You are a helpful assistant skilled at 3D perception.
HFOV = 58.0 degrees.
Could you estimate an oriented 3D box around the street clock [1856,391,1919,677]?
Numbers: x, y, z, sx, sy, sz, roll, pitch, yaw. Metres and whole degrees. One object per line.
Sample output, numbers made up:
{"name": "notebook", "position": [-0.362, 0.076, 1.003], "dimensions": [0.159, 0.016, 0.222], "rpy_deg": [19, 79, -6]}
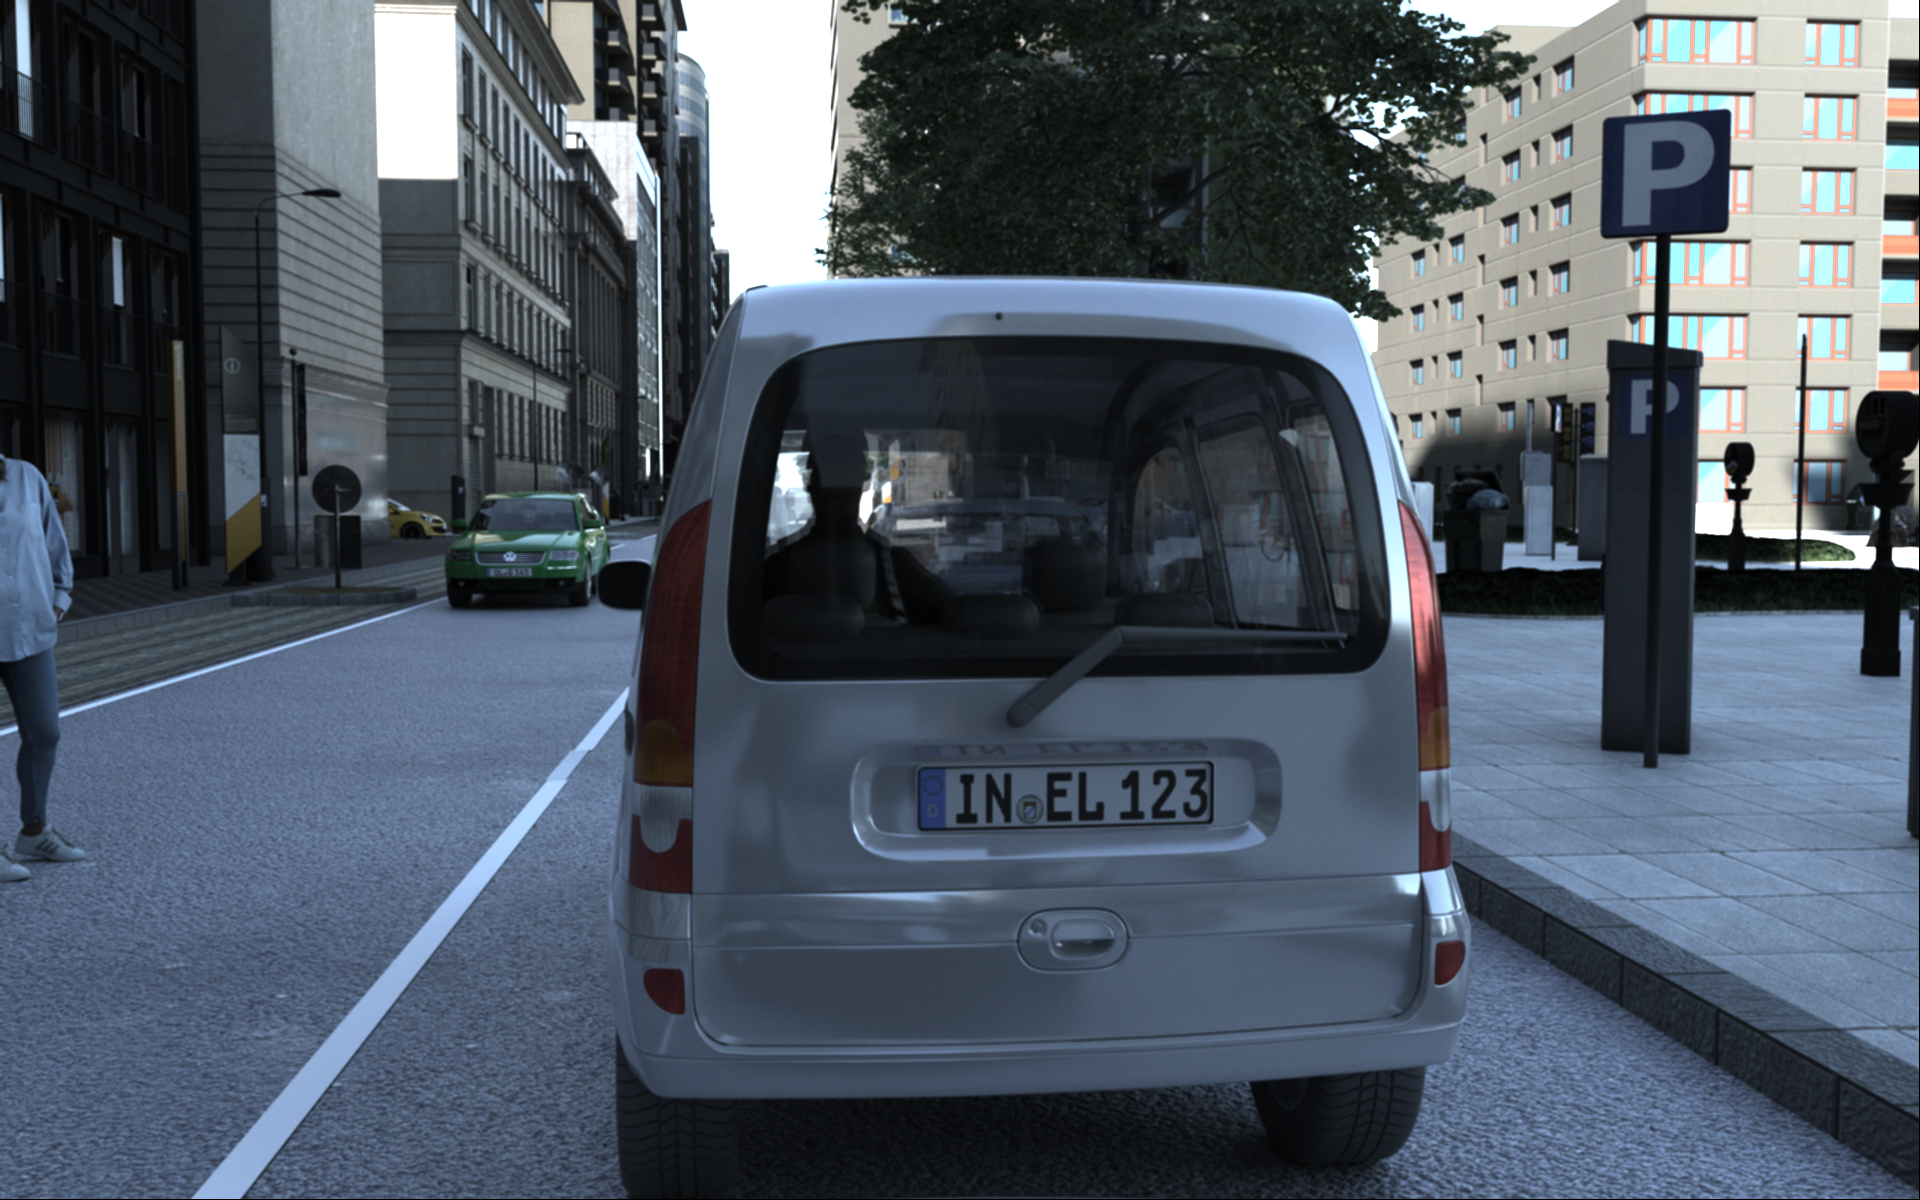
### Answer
{"name": "street clock", "position": [6.513, -0.467, 12.199], "dimensions": [0.358, 2.002, 0.471], "rpy_deg": [0, 4, 1]}

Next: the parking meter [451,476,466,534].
{"name": "parking meter", "position": [-15.960, -3.023, 55.134], "dimensions": [0.255, 1.863, 0.399], "rpy_deg": [2, 4, 30]}

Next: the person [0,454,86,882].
{"name": "person", "position": [-3.608, 0.140, 6.472], "dimensions": [0.793, 1.790, 0.793], "rpy_deg": [0, 4, 3]}

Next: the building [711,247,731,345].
{"name": "building", "position": [-44.233, -36.446, 279.481], "dimensions": [14.154, 41.232, 14.086], "rpy_deg": [0, 4, -6]}

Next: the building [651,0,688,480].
{"name": "building", "position": [-41.669, -35.526, 170.089], "dimensions": [28.713, 52.752, 27.495], "rpy_deg": [0, 4, -6]}

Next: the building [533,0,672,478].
{"name": "building", "position": [-35.646, -29.849, 142.656], "dimensions": [22.147, 44.769, 28.867], "rpy_deg": [0, 4, -6]}

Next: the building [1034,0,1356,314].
{"name": "building", "position": [6.119, -23.357, 65.478], "dimensions": [14.086, 41.232, 14.154], "rpy_deg": [0, 4, -6]}

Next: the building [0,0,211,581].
{"name": "building", "position": [-18.854, -11.765, 22.033], "dimensions": [12.332, 23.373, 15.834], "rpy_deg": [0, 4, -6]}

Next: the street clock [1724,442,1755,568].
{"name": "street clock", "position": [10.912, -1.207, 24.299], "dimensions": [0.358, 2.002, 0.471], "rpy_deg": [0, 4, 1]}

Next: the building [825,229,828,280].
{"name": "building", "position": [-10.315, -38.042, 276.613], "dimensions": [22.147, 44.769, 28.867], "rpy_deg": [0, 4, -6]}

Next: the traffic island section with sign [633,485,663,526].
{"name": "traffic island section with sign", "position": [-13.733, -4.271, 78.466], "dimensions": [1.989, 1.847, 2.006], "rpy_deg": [0, 4, -6]}

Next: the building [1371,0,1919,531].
{"name": "building", "position": [36.260, -14.012, 74.139], "dimensions": [28.899, 21.520, 27.650], "rpy_deg": [0, 4, -6]}

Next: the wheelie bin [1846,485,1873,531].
{"name": "wheelie bin", "position": [31.045, -3.172, 59.768], "dimensions": [0.693, 1.594, 0.980], "rpy_deg": [0, 4, -6]}

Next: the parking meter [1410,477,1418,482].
{"name": "parking meter", "position": [15.042, -3.181, 57.725], "dimensions": [0.399, 1.863, 0.255], "rpy_deg": [-1, 4, -18]}

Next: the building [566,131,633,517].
{"name": "building", "position": [-26.150, -15.639, 97.495], "dimensions": [13.314, 21.916, 24.055], "rpy_deg": [0, 4, -6]}

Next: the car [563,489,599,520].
{"name": "car", "position": [-10.041, -2.103, 43.185], "dimensions": [1.959, 1.807, 4.718], "rpy_deg": [0, 4, -5]}

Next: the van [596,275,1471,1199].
{"name": "van", "position": [-0.065, 0.124, 4.976], "dimensions": [2.013, 2.044, 4.112], "rpy_deg": [0, 4, -7]}

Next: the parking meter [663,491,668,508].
{"name": "parking meter", "position": [-22.031, -7.413, 129.616], "dimensions": [0.372, 1.533, 0.369], "rpy_deg": [0, 3, 0]}

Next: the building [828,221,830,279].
{"name": "building", "position": [-12.407, -34.947, 254.981], "dimensions": [14.154, 41.232, 14.086], "rpy_deg": [0, 4, -6]}

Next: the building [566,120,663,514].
{"name": "building", "position": [-27.431, -18.437, 119.468], "dimensions": [12.078, 24.808, 19.932], "rpy_deg": [0, 4, -6]}

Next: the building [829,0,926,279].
{"name": "building", "position": [1.841, -30.408, 120.867], "dimensions": [21.300, 48.544, 21.600], "rpy_deg": [0, 4, -6]}

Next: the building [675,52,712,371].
{"name": "building", "position": [-43.826, -41.911, 227.243], "dimensions": [21.231, 58.520, 28.212], "rpy_deg": [0, 4, -6]}

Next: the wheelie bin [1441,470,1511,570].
{"name": "wheelie bin", "position": [6.788, -0.910, 22.794], "dimensions": [0.693, 1.594, 0.980], "rpy_deg": [-3, 4, -36]}

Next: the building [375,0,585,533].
{"name": "building", "position": [-25.095, -14.504, 70.431], "dimensions": [16.112, 22.955, 30.059], "rpy_deg": [0, 4, -6]}

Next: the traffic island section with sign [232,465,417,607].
{"name": "traffic island section with sign", "position": [-8.325, -0.875, 22.927], "dimensions": [1.989, 1.847, 2.006], "rpy_deg": [0, 4, -6]}

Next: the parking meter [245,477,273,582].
{"name": "parking meter", "position": [-10.312, -1.041, 25.431], "dimensions": [0.372, 1.533, 0.369], "rpy_deg": [0, 3, 0]}

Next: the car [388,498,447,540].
{"name": "car", "position": [-17.265, -2.509, 51.241], "dimensions": [3.980, 1.641, 2.015], "rpy_deg": [0, 4, -6]}

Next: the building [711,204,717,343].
{"name": "building", "position": [-47.518, -38.959, 256.591], "dimensions": [23.786, 49.044, 30.456], "rpy_deg": [0, 4, -6]}

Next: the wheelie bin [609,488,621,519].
{"name": "wheelie bin", "position": [-17.568, -4.897, 87.981], "dimensions": [0.693, 1.594, 0.980], "rpy_deg": [-1, 4, -9]}

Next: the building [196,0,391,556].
{"name": "building", "position": [-23.348, -11.627, 39.258], "dimensions": [18.267, 20.994, 9.793], "rpy_deg": [0, 4, -6]}

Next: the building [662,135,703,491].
{"name": "building", "position": [-35.949, -31.086, 191.844], "dimensions": [14.154, 41.232, 14.086], "rpy_deg": [0, 4, -6]}

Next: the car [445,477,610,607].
{"name": "car", "position": [-5.782, -0.897, 23.460], "dimensions": [1.959, 1.807, 4.718], "rpy_deg": [0, 4, -7]}
